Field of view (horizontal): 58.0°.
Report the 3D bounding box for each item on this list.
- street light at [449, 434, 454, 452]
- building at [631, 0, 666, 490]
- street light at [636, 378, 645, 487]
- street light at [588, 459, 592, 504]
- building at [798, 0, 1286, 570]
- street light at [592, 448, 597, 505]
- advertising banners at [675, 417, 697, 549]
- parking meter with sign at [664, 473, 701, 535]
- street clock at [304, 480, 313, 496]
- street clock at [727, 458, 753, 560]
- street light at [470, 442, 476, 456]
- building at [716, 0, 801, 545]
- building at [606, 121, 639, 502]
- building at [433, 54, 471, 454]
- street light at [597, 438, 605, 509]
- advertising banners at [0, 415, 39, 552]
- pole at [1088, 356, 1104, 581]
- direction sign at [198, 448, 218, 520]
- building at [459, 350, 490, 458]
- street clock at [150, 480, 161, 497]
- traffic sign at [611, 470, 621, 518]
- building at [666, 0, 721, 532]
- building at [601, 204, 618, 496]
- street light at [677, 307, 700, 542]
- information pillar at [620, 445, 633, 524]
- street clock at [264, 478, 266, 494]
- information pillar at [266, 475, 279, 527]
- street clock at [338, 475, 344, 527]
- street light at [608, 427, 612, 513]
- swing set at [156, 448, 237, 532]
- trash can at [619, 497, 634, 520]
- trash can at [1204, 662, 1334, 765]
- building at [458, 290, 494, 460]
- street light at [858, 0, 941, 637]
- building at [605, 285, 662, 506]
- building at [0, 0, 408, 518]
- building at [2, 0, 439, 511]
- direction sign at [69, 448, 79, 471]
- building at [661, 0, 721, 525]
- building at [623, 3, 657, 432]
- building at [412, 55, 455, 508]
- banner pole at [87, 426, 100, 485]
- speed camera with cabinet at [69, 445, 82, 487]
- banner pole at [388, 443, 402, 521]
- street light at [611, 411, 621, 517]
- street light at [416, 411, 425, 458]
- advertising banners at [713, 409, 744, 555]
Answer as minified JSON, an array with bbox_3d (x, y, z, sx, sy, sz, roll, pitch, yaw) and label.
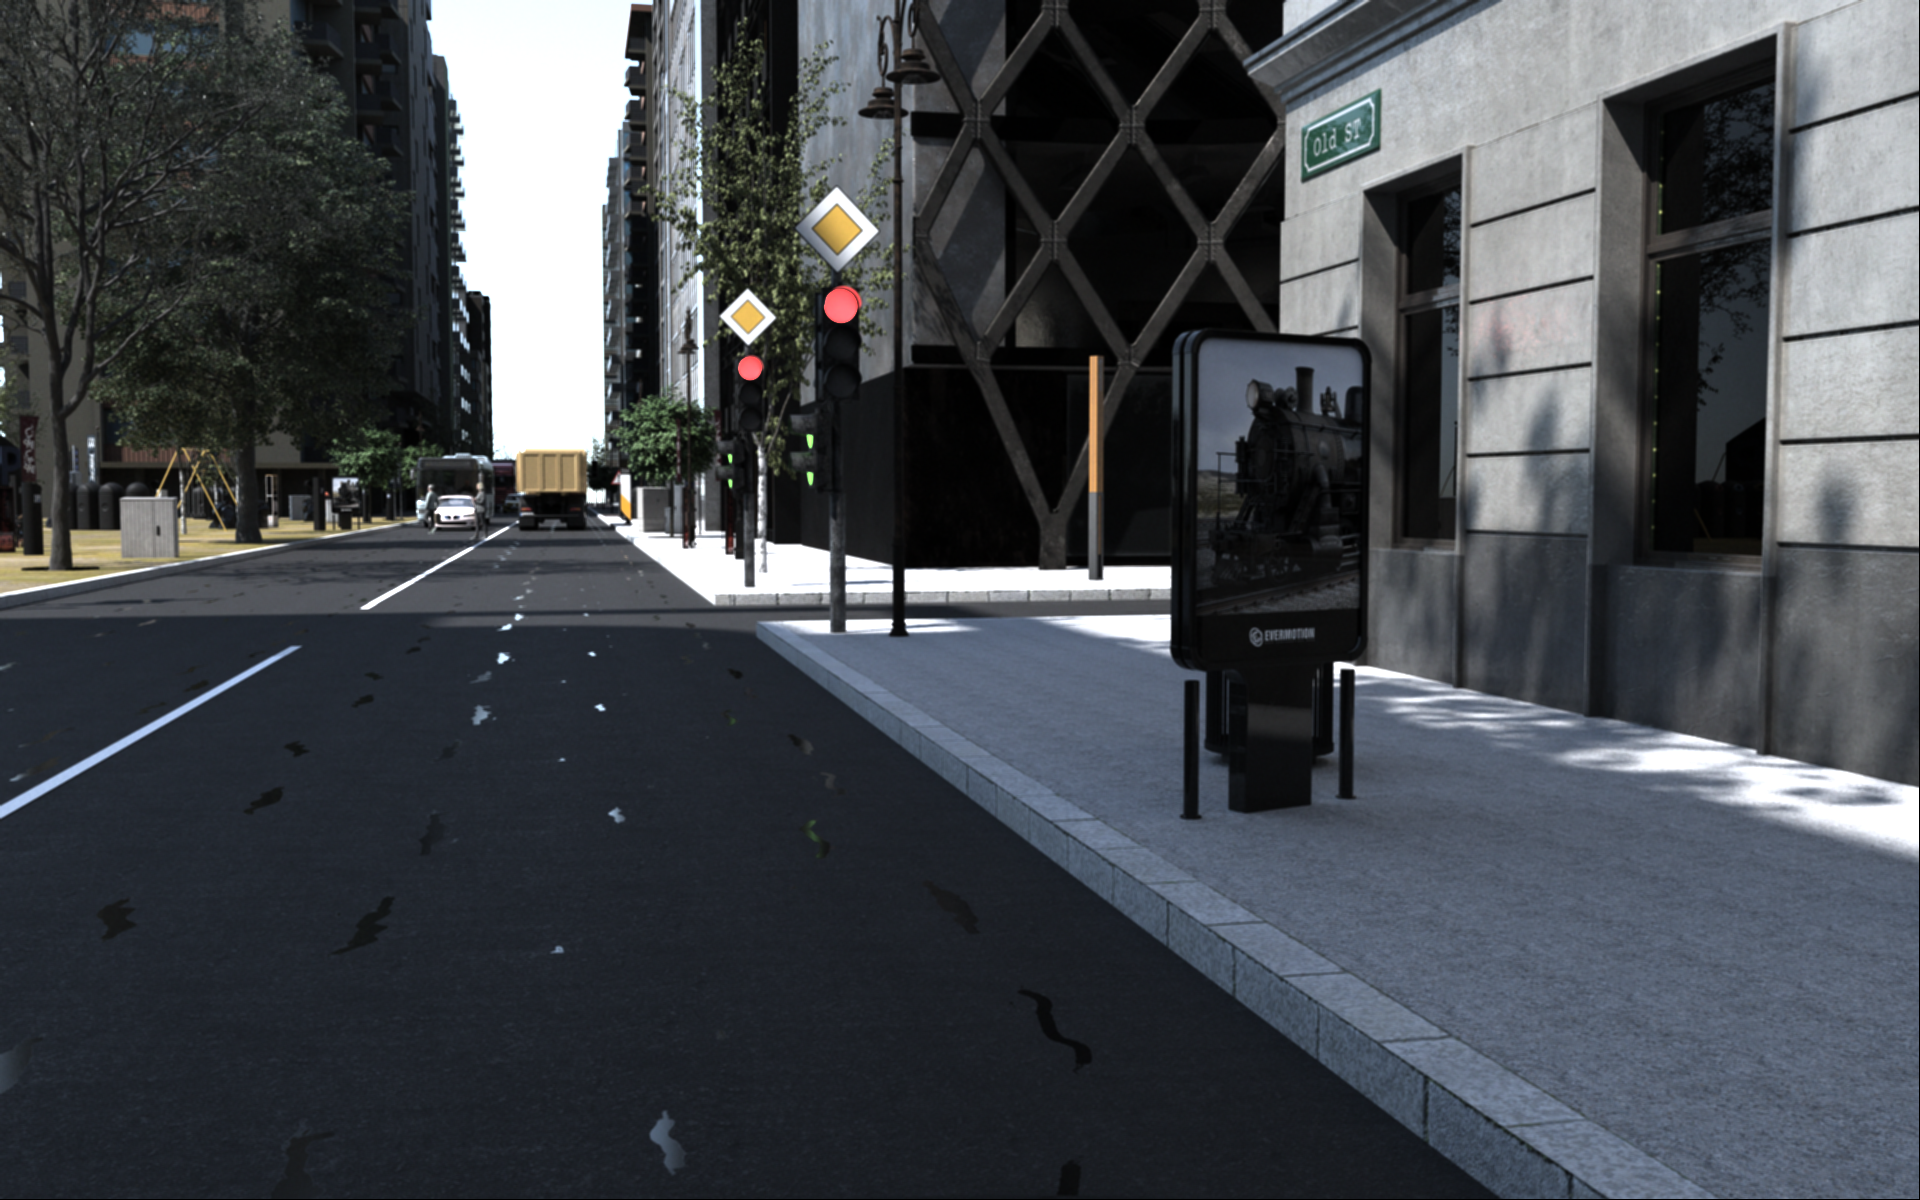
[{"bbox_3d":[-36.052,-9.190,123.042,0.468,5.910,1.993,-1,4,-13],"label":"street light"},{"bbox_3d":[-14.840,-42.449,132.285,20.563,71.187,20.611,-1,4,-13],"label":"building"},{"bbox_3d":[-12.742,-5.898,69.227,0.468,5.910,1.993,-1,4,-13],"label":"street light"},{"bbox_3d":[-42.245,-13.842,199.098,0.468,5.910,1.993,-1,4,-13],"label":"street light"},{"bbox_3d":[6.038,-10.327,36.292,16.811,18.784,16.820,-1,4,-13],"label":"building"},{"bbox_3d":[-35.898,-12.144,171.344,0.468,5.910,1.993,-1,4,-13],"label":"street light"},{"bbox_3d":[-6.441,-2.720,40.655,0.090,3.025,2.074,0,4,3],"label":"advertising banners"},{"bbox_3d":[-8.753,-3.589,54.938,0.543,3.016,1.738,-3,5,-45],"label":"parking meter with sign"},{"bbox_3d":[-34.316,-5.304,91.287,0.358,2.002,0.471,1,4,19],"label":"street clock"},{"bbox_3d":[-4.309,-1.795,33.918,0.471,2.002,0.358,0,4,3],"label":"street clock"},{"bbox_3d":[-42.200,-10.840,150.021,0.468,5.910,1.993,-1,4,-13],"label":"street light"},{"bbox_3d":[-0.458,-13.617,52.308,12.332,23.373,15.834,-1,4,-13],"label":"building"},{"bbox_3d":[-34.491,-37.077,225.820,23.786,49.044,30.456,-1,4,-13],"label":"building"},{"bbox_3d":[-65.829,-34.864,189.635,23.786,49.044,30.456,-1,4,-13],"label":"building"},{"bbox_3d":[-29.664,-10.468,143.935,0.468,5.910,1.993,-1,4,-13],"label":"street light"},{"bbox_3d":[-21.055,-2.562,38.073,0.090,3.025,2.074,1,4,19],"label":"advertising banners"},{"bbox_3d":[2.021,-1.947,25.676,0.158,3.312,0.155,0,3,0],"label":"pole"},{"bbox_3d":[-36.700,-5.664,84.606,0.876,3.537,0.379,-1,4,-8],"label":"direction sign"},{"bbox_3d":[-74.353,-22.867,218.921,27.650,21.520,28.899,-1,4,-13],"label":"building"},{"bbox_3d":[-42.366,-5.300,91.224,0.471,2.002,0.358,1,4,13],"label":"street clock"},{"bbox_3d":[-18.644,-5.794,94.740,0.884,2.594,0.081,0,4,-5],"label":"traffic sign"},{"bbox_3d":[-5.065,-15.382,69.525,12.078,24.808,19.932,-1,4,-13],"label":"building"},{"bbox_3d":[-43.804,-34.471,247.190,14.154,41.232,14.086,-1,4,-13],"label":"building"},{"bbox_3d":[-6.694,-4.282,42.806,0.468,5.910,1.993,-1,4,-13],"label":"street light"},{"bbox_3d":[-14.168,-5.024,73.504,0.504,3.616,0.183,1,4,22],"label":"information pillar"},{"bbox_3d":[-30.049,-4.328,75.336,0.358,2.002,0.471,0,4,6],"label":"street clock"},{"bbox_3d":[-26.522,-3.810,66.785,0.304,2.012,0.304,1,4,17],"label":"information pillar"},{"bbox_3d":[-23.903,-3.813,66.906,0.471,2.002,0.358,1,4,23],"label":"street clock"},{"bbox_3d":[-23.491,-8.805,116.753,0.468,5.910,1.993,-1,4,-13],"label":"street light"},{"bbox_3d":[-26.567,-3.832,60.270,2.862,2.851,3.119,0,4,-7],"label":"swing set"},{"bbox_3d":[-16.258,-4.458,84.547,0.748,1.137,0.748,0,3,0],"label":"trash can"},{"bbox_3d":[1.482,0.206,8.284,0.748,1.137,0.748,0,3,0],"label":"trash can"},{"bbox_3d":[-72.596,-28.706,241.050,14.160,30.474,14.107,-1,4,-13],"label":"building"},{"bbox_3d":[-0.553,-2.612,15.491,0.468,5.910,1.993,-1,4,-13],"label":"street light"},{"bbox_3d":[-24.732,-31.104,200.433,32.217,40.220,23.993,-1,4,-13],"label":"building"},{"bbox_3d":[-46.305,-27.606,105.990,22.147,44.769,28.867,-1,4,-13],"label":"building"},{"bbox_3d":[-54.946,-33.236,132.653,28.713,52.752,27.495,-1,4,-13],"label":"building"},{"bbox_3d":[-44.175,-5.752,86.046,0.876,3.537,0.379,1,4,9],"label":"direction sign"},{"bbox_3d":[-8.602,-16.581,89.125,12.078,24.808,19.932,-1,4,-13],"label":"building"},{"bbox_3d":[-18.973,-30.755,157.475,22.147,44.769,28.867,-1,4,-13],"label":"building"},{"bbox_3d":[-53.316,-28.857,155.412,14.154,41.232,14.086,-1,4,-13],"label":"building"},{"bbox_3d":[-32.114,-4.544,64.313,0.863,3.779,0.401,2,4,29],"label":"banner pole"},{"bbox_3d":[-36.027,-4.693,71.060,0.660,3.252,2.038,1,4,8],"label":"speed camera with cabinet"},{"bbox_3d":[-27.517,-5.779,84.508,0.863,3.779,0.401,-2,4,-32],"label":"banner pole"},{"bbox_3d":[-18.881,-7.535,95.988,0.468,5.910,1.993,-1,4,-13],"label":"street light"},{"bbox_3d":[-29.968,-7.557,96.352,0.468,5.910,1.993,-1,4,-13],"label":"street light"},{"bbox_3d":[-4.877,-2.477,36.687,0.090,3.025,2.074,1,4,11],"label":"advertising banners"}]
